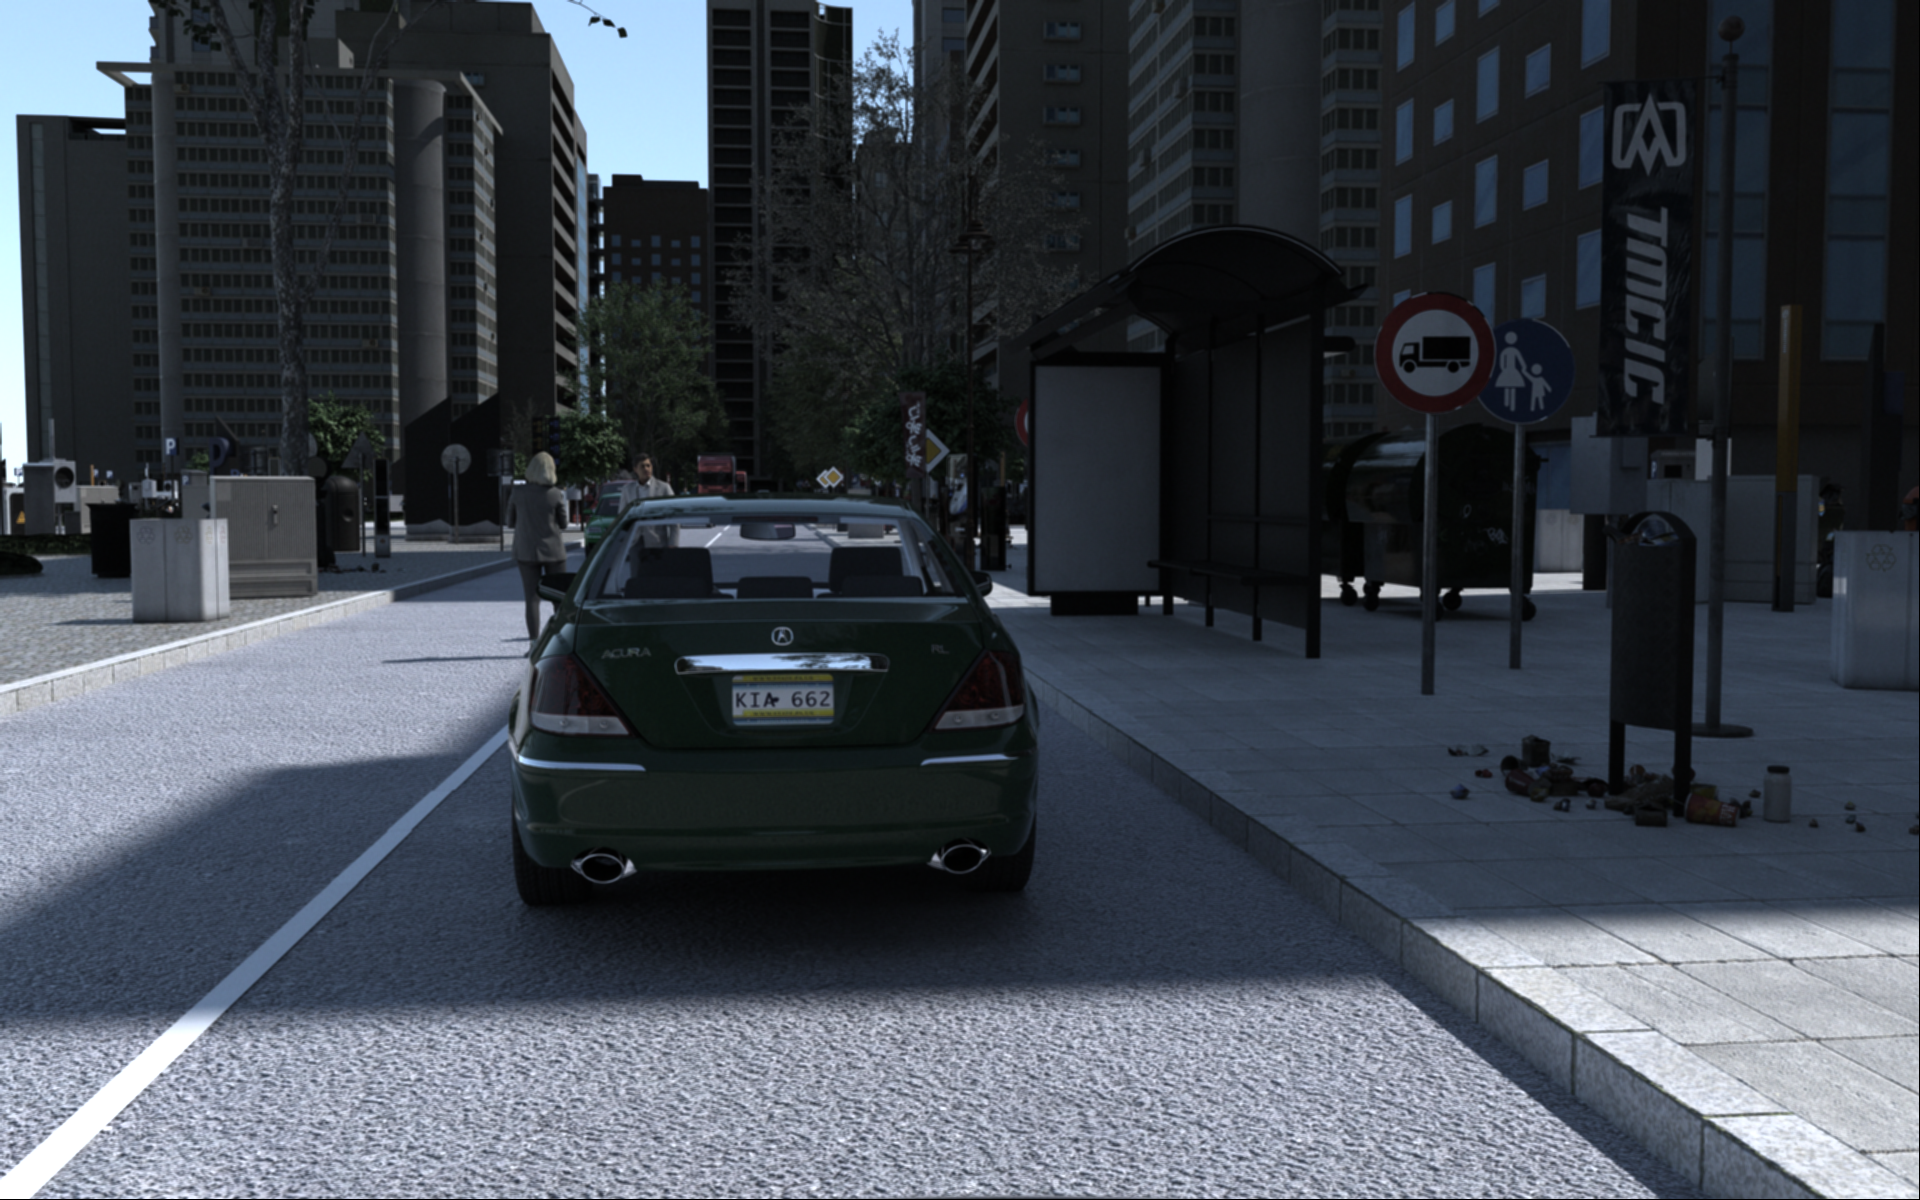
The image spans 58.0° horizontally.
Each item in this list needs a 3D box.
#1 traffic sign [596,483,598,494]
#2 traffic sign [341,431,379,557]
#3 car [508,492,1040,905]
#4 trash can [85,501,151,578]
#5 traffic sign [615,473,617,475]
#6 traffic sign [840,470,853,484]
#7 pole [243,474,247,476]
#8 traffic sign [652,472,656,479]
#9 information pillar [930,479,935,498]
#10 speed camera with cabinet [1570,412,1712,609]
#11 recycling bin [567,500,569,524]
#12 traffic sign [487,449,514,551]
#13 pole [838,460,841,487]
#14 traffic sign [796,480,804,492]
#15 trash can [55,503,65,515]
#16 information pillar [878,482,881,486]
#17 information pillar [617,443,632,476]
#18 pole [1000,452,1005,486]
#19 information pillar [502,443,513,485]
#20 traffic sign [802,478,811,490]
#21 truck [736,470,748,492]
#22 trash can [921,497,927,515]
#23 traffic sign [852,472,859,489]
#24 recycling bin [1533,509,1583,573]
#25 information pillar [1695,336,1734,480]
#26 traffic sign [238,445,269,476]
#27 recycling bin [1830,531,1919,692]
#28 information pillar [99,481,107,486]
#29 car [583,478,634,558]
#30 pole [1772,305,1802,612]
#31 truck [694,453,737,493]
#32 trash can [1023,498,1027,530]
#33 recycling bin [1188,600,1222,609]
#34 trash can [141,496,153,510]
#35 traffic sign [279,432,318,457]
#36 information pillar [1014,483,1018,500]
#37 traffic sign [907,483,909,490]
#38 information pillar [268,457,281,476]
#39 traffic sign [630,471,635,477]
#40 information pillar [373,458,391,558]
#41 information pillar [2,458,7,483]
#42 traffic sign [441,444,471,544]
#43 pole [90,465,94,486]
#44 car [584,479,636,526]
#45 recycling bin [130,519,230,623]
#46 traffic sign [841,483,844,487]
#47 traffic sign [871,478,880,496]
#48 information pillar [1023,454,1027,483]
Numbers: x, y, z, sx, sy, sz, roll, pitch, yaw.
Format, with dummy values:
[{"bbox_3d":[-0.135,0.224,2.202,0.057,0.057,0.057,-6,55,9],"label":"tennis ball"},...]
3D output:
[{"bbox_3d":[-15.633,-4.562,74.698,0.768,2.556,0.104,0,4,-4],"label":"traffic sign"},{"bbox_3d":[-12.245,-2.171,35.501,0.884,2.594,0.081,0,4,-2],"label":"traffic sign"},{"bbox_3d":[-0.827,0.259,7.557,2.131,1.459,4.920,0,4,-7],"label":"car"},{"bbox_3d":[-13.022,-0.915,26.621,0.748,1.137,0.748,0,3,0],"label":"trash can"},{"bbox_3d":[-20.467,-6.304,103.079,0.884,2.594,0.081,0,4,3],"label":"traffic sign"},{"bbox_3d":[-6.046,-5.608,91.802,0.768,2.556,0.104,0,4,-4],"label":"traffic sign"},{"bbox_3d":[-36.499,-5.785,88.435,0.158,3.312,0.155,0,3,0],"label":"pole"},{"bbox_3d":[-16.247,-5.565,90.991,0.884,2.594,0.081,0,4,-5],"label":"traffic sign"},{"bbox_3d":[-1.252,-5.117,75.012,0.183,3.616,0.504,2,4,31],"label":"information pillar"},{"bbox_3d":[7.906,-1.567,19.950,2.038,3.252,0.660,-2,4,-33],"label":"speed camera with cabinet"},{"bbox_3d":[-17.010,-3.706,73.154,0.722,1.027,0.722,2,4,24],"label":"recycling bin"},{"bbox_3d":[-10.368,-2.264,39.139,0.606,2.300,0.079,0,4,0],"label":"traffic sign"},{"bbox_3d":[-6.998,-6.538,100.744,0.158,3.312,0.155,0,3,0],"label":"pole"},{"bbox_3d":[-13.121,-8.722,142.705,0.768,2.556,0.104,0,4,-3],"label":"traffic sign"},{"bbox_3d":[-62.281,-6.577,119.194,0.748,1.137,0.748,0,3,0],"label":"trash can"},{"bbox_3d":[-4.923,-7.150,108.260,0.504,3.616,0.183,-1,4,-21],"label":"information pillar"},{"bbox_3d":[-14.713,-5.146,75.496,0.504,3.616,0.183,-2,4,-34],"label":"information pillar"},{"bbox_3d":[2.054,-5.479,83.429,0.158,3.312,0.155,0,3,0],"label":"pole"},{"bbox_3d":[-20.865,-5.418,79.936,0.504,3.616,0.183,-2,4,-35],"label":"information pillar"},{"bbox_3d":[-12.272,-8.487,138.758,0.884,2.594,0.081,0,4,2],"label":"traffic sign"},{"bbox_3d":[-26.270,-13.078,202.743,2.839,4.237,11.283,0,4,-7],"label":"truck"},{"bbox_3d":[-1.554,-4.173,79.874,0.748,1.137,0.748,0,3,0],"label":"trash can"},{"bbox_3d":[-6.090,-6.008,98.338,0.768,2.556,0.104,0,4,-3],"label":"traffic sign"},{"bbox_3d":[9.796,-0.979,28.563,0.722,1.027,0.722,0,4,-1],"label":"recycling bin"},{"bbox_3d":[11.246,-2.108,25.824,0.504,3.616,0.183,2,4,34],"label":"information pillar"},{"bbox_3d":[-14.822,-2.094,36.369,0.606,2.300,0.079,0,4,-6],"label":"traffic sign"},{"bbox_3d":[6.275,0.060,11.575,0.722,1.027,0.722,1,4,19],"label":"recycling bin"},{"bbox_3d":[-47.835,-5.640,96.701,0.304,2.012,0.304,-1,4,-11],"label":"information pillar"},{"bbox_3d":[-7.408,-1.842,38.916,1.959,1.807,4.718,0,4,-7],"label":"car"},{"bbox_3d":[8.981,-1.527,18.802,0.158,3.312,0.155,0,3,0],"label":"pole"},{"bbox_3d":[-16.785,-8.002,119.751,2.839,4.237,11.283,0,4,-7],"label":"truck"},{"bbox_3d":[2.502,-2.855,58.337,0.748,1.137,0.748,0,3,0],"label":"trash can"},{"bbox_3d":[3.084,-0.440,19.754,0.722,1.027,0.722,-2,4,-27],"label":"recycling bin"},{"bbox_3d":[-52.358,-6.116,111.658,0.748,1.137,0.748,0,3,0],"label":"trash can"},{"bbox_3d":[-12.849,-2.050,33.628,0.768,2.556,0.104,0,4,3],"label":"traffic sign"},{"bbox_3d":[3.702,-6.583,112.120,0.304,2.012,0.304,-1,4,-12],"label":"information pillar"},{"bbox_3d":[-1.880,-3.841,62.900,0.768,2.556,0.104,0,4,3],"label":"traffic sign"},{"bbox_3d":[-13.612,-1.848,34.708,0.304,2.012,0.304,1,4,21],"label":"information pillar"},{"bbox_3d":[-17.852,-5.813,95.147,0.768,2.556,0.104,0,4,-3],"label":"traffic sign"},{"bbox_3d":[-11.701,-1.869,35.045,0.304,2.012,0.304,-1,4,-20],"label":"information pillar"},{"bbox_3d":[-62.310,-7.429,112.823,0.183,3.616,0.504,1,4,15],"label":"information pillar"},{"bbox_3d":[-12.811,-2.686,44.028,0.768,2.556,0.104,0,4,3],"label":"traffic sign"},{"bbox_3d":[-60.355,-7.747,120.511,0.158,3.312,0.155,0,3,0],"label":"pole"},{"bbox_3d":[-8.461,-2.201,44.654,2.281,1.827,5.304,0,4,-7],"label":"car"},{"bbox_3d":[-7.919,-0.309,17.602,0.722,1.027,0.722,0,4,-2],"label":"recycling bin"},{"bbox_3d":[-6.755,-6.142,101.611,0.795,2.450,0.064,0,4,1],"label":"traffic sign"},{"bbox_3d":[-3.404,-4.272,71.038,0.795,2.450,0.064,0,4,3],"label":"traffic sign"},{"bbox_3d":[3.904,-6.712,101.090,0.504,3.616,0.183,3,4,39],"label":"information pillar"}]
